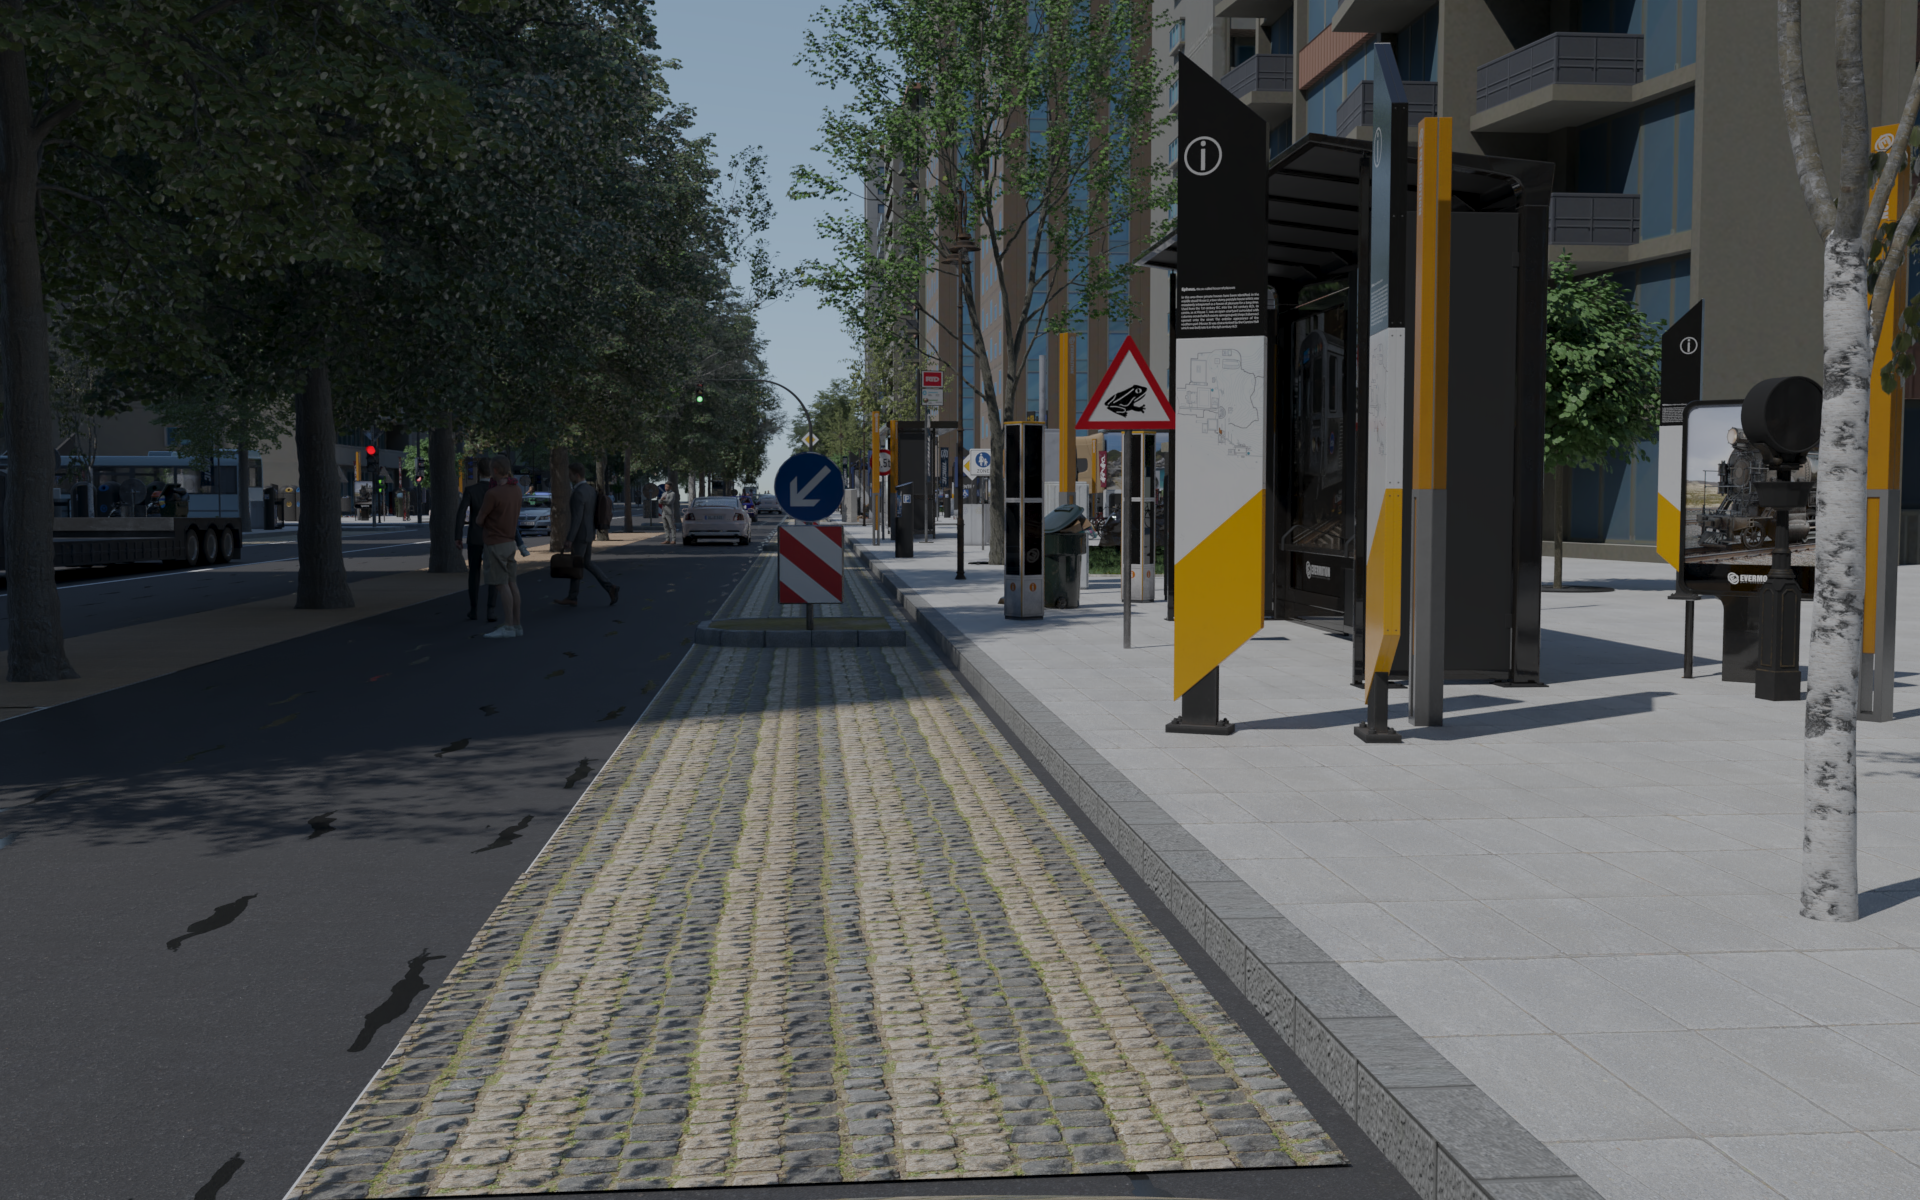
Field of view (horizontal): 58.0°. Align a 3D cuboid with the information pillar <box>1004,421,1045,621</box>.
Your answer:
[{"bbox_3d":[0.655,-0.806,17.669,0.304,2.012,0.304,-3,4,-36],"label":"information pillar"}]

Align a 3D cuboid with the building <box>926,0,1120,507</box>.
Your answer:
[{"bbox_3d":[4.548,-30.255,144.783,14.600,45.320,14.200,0,4,-5],"label":"building"}]

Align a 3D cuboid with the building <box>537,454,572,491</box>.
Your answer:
[{"bbox_3d":[-52.469,-31.493,198.512,14.154,41.232,14.086,0,4,-5],"label":"building"}]

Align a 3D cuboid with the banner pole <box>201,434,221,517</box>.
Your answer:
[{"bbox_3d":[-28.011,-4.579,64.882,0.863,3.779,0.401,-1,4,-22],"label":"banner pole"}]

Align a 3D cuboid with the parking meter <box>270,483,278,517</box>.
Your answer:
[{"bbox_3d":[-37.567,-5.459,94.970,0.399,1.863,0.255,-3,5,-43],"label":"parking meter"}]

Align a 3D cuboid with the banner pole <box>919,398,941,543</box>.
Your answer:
[{"bbox_3d":[-0.839,-3.363,44.998,0.401,3.779,0.863,-1,4,-11],"label":"banner pole"}]

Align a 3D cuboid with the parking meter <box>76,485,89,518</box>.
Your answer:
[{"bbox_3d":[-24.867,-2.494,49.188,0.372,1.533,0.369,0,3,0],"label":"parking meter"}]

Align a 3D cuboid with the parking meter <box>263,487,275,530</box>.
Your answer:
[{"bbox_3d":[-24.655,-3.264,61.780,0.372,1.533,0.369,0,3,0],"label":"parking meter"}]

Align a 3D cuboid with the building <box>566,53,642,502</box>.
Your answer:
[{"bbox_3d":[-62.202,-51.349,277.810,20.563,71.187,20.611,0,4,-5],"label":"building"}]

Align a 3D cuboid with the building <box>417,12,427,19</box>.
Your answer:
[{"bbox_3d":[-44.403,-27.583,134.581,14.154,41.232,14.086,0,4,-5],"label":"building"}]

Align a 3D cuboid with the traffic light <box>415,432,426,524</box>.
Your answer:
[{"bbox_3d":[-21.423,-6.167,75.499,4.771,5.953,1.251,0,4,-5],"label":"traffic light"}]

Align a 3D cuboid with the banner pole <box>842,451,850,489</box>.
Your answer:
[{"bbox_3d":[-6.557,-6.754,100.438,0.401,3.779,0.863,-3,5,-44],"label":"banner pole"}]

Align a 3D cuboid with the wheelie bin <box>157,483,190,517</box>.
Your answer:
[{"bbox_3d":[-23.140,-2.639,51.059,0.693,1.594,0.980,1,4,12],"label":"wheelie bin"}]

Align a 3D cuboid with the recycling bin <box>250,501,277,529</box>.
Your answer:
[{"bbox_3d":[-25.708,-3.143,63.942,0.722,1.027,0.722,0,4,1],"label":"recycling bin"}]

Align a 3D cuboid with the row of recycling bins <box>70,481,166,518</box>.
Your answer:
[{"bbox_3d":[-27.077,-2.987,55.948,3.534,1.692,1.069,1,4,11],"label":"row of recycling bins"}]

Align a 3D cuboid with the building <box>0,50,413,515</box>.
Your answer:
[{"bbox_3d":[-47.270,-29.509,106.179,21.300,48.544,21.600,0,4,-5],"label":"building"}]

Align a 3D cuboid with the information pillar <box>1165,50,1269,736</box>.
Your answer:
[{"bbox_3d":[1.371,-1.091,9.193,0.504,3.616,0.183,1,4,21],"label":"information pillar"}]

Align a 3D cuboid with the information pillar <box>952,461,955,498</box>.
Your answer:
[{"bbox_3d":[-0.451,-8.074,123.371,0.183,3.616,0.504,1,4,14],"label":"information pillar"}]

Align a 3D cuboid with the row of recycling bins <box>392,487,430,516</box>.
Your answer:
[{"bbox_3d":[-33.217,-5.988,105.019,1.069,1.692,3.534,1,4,12],"label":"row of recycling bins"}]

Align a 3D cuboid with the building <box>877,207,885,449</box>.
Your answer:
[{"bbox_3d":[-1.352,-39.656,267.984,23.786,49.044,30.456,0,4,-5],"label":"building"}]

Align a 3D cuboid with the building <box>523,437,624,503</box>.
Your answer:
[{"bbox_3d":[-60.681,-36.648,253.822,22.147,44.769,28.867,0,4,-5],"label":"building"}]

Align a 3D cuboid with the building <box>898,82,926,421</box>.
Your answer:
[{"bbox_3d":[4.767,-32.376,183.975,22.147,44.769,28.867,0,4,-5],"label":"building"}]

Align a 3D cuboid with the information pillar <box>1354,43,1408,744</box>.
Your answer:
[{"bbox_3d":[2.182,-1.072,8.879,0.183,3.616,0.504,0,4,2],"label":"information pillar"}]

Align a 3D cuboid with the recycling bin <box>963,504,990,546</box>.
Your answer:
[{"bbox_3d":[0.356,-1.882,43.323,0.722,1.027,0.722,1,4,10],"label":"recycling bin"}]

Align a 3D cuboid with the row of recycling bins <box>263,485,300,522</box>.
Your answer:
[{"bbox_3d":[-33.845,-4.692,83.834,3.534,1.692,1.069,1,4,10],"label":"row of recycling bins"}]

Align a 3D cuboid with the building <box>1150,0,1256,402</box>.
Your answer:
[{"bbox_3d":[21.854,-28.892,96.080,21.600,48.544,21.300,0,4,-5],"label":"building"}]

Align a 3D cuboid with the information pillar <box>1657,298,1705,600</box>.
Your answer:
[{"bbox_3d":[8.740,-1.813,20.991,0.504,3.616,0.183,3,5,42],"label":"information pillar"}]

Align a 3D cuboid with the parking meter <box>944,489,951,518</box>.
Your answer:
[{"bbox_3d":[-0.680,-5.177,93.058,0.372,1.533,0.369,0,3,0],"label":"parking meter"}]

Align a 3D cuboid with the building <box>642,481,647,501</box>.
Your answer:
[{"bbox_3d":[-61.154,-37.497,296.677,14.154,41.232,14.086,0,4,-5],"label":"building"}]

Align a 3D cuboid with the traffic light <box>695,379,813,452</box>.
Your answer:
[{"bbox_3d":[-8.019,-5.740,68.516,4.771,5.953,1.251,0,4,-5],"label":"traffic light"}]

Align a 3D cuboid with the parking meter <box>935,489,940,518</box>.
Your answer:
[{"bbox_3d":[-1.309,-5.290,94.902,0.372,1.533,0.369,0,3,0],"label":"parking meter"}]

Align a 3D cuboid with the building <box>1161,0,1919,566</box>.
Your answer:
[{"bbox_3d":[18.718,-23.800,43.757,22.147,44.769,28.867,0,4,-5],"label":"building"}]

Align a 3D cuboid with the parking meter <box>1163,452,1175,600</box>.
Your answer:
[{"bbox_3d":[2.651,-0.923,20.799,0.255,1.863,0.399,-2,4,-35],"label":"parking meter"}]

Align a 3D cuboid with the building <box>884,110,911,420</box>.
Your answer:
[{"bbox_3d":[2.068,-35.792,208.906,21.300,48.544,21.600,0,4,-5],"label":"building"}]

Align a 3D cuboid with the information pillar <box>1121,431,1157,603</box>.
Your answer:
[{"bbox_3d":[2.107,-0.976,20.450,0.304,2.012,0.304,3,4,36],"label":"information pillar"}]

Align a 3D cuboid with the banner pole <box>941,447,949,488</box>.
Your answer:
[{"bbox_3d":[-0.861,-5.579,81.237,0.863,3.779,0.401,-2,4,-33],"label":"banner pole"}]

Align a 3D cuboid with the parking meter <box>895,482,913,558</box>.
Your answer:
[{"bbox_3d":[-1.126,-1.623,34.944,0.372,1.533,0.369,0,3,0],"label":"parking meter"}]

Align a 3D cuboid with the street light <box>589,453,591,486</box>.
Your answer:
[{"bbox_3d":[-32.472,-10.977,152.258,0.468,5.910,1.993,0,4,-5],"label":"street light"}]

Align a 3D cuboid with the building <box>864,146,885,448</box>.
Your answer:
[{"bbox_3d":[-5.865,-46.163,296.767,21.231,58.520,28.212,0,4,-5],"label":"building"}]

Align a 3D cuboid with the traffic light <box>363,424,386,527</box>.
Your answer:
[{"bbox_3d":[-22.786,-4.795,67.325,0.839,4.253,0.868,0,4,-5],"label":"traffic light"}]

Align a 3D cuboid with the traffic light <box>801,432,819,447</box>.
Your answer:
[{"bbox_3d":[-6.656,-5.375,76.797,0.839,4.253,0.868,0,4,-5],"label":"traffic light"}]

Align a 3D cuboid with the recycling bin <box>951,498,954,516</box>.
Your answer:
[{"bbox_3d":[-0.301,-5.554,103.355,0.722,1.027,0.722,-2,4,-25],"label":"recycling bin"}]

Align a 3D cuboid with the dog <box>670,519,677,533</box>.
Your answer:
[{"bbox_3d":[-10.696,-2.770,64.571,0.406,0.507,0.540,-3,4,-38],"label":"dog"}]

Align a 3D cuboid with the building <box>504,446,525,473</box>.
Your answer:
[{"bbox_3d":[-47.652,-28.876,155.716,14.154,41.232,14.086,0,4,-5],"label":"building"}]

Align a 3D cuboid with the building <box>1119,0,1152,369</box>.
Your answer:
[{"bbox_3d":[8.960,-28.505,116.171,14.600,45.320,14.200,0,4,-5],"label":"building"}]

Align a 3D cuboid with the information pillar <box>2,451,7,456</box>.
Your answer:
[{"bbox_3d":[-50.385,-6.120,91.420,0.183,3.616,0.504,2,4,30],"label":"information pillar"}]
